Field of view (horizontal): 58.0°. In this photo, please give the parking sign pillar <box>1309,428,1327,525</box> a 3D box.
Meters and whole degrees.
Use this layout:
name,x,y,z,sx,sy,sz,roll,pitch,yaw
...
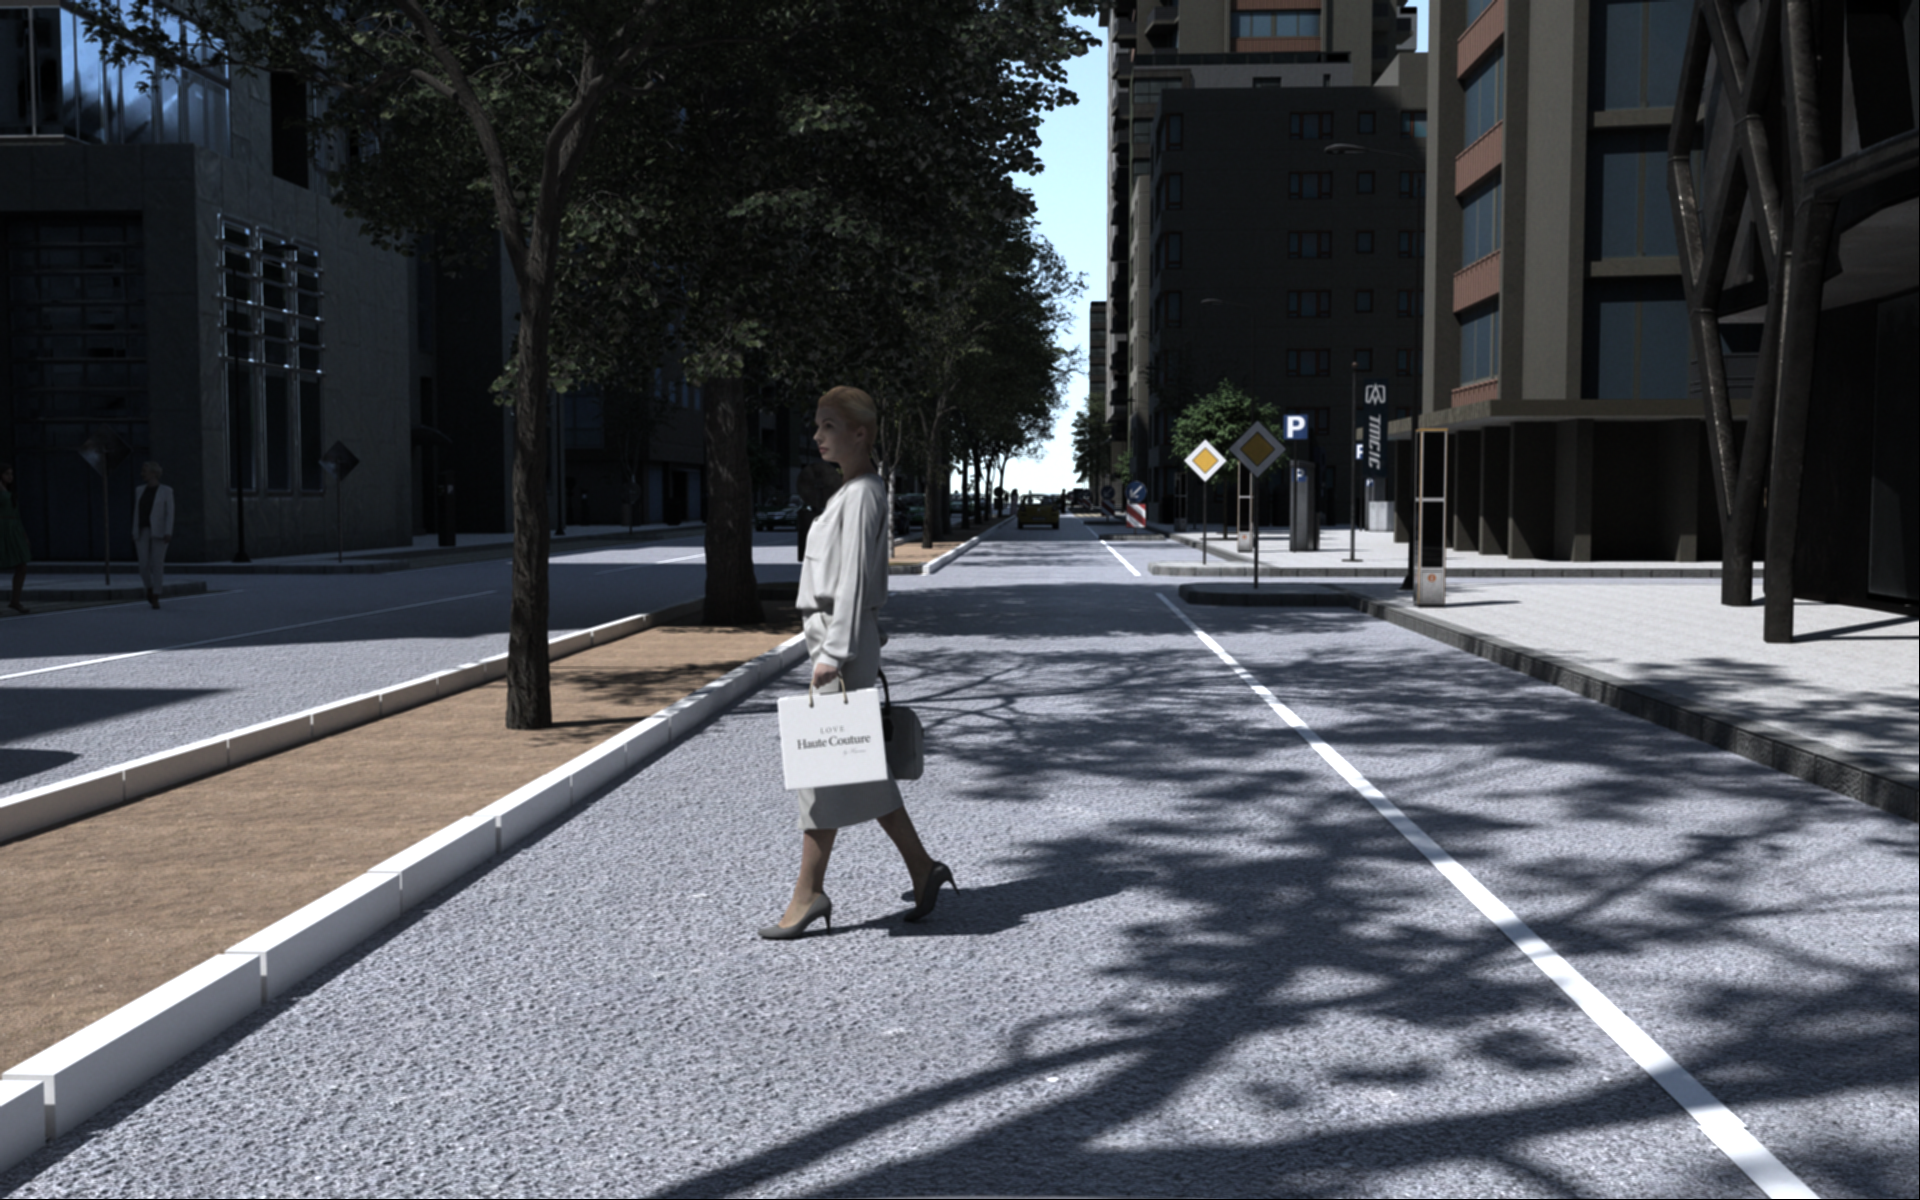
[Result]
name,x,y,z,sx,sy,sz,roll,pitch,yaw
parking sign pillar,14.720,-5.066,71.307,1.447,3.967,1.447,2,4,25

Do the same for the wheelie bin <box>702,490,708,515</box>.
name,x,y,z,sx,sy,sz,roll,pitch,yaw
wheelie bin,-11.191,-4.277,77.844,0.693,1.594,0.980,2,4,24

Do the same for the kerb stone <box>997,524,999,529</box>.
name,x,y,z,sx,sy,sz,roll,pitch,yaw
kerb stone,1.381,-2.822,68.331,0.120,0.150,1.000,0,4,3

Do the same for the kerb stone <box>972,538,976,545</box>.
name,x,y,z,sx,sy,sz,roll,pitch,yaw
kerb stone,0.295,-1.569,47.848,0.120,0.150,1.000,0,4,3

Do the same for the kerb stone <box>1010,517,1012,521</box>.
name,x,y,z,sx,sy,sz,roll,pitch,yaw
kerb stone,2.415,-4.011,87.781,0.120,0.150,1.000,0,4,3

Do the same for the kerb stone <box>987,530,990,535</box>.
name,x,y,z,sx,sy,sz,roll,pitch,yaw
kerb stone,0.836,-2.195,58.089,0.120,0.150,1.000,0,4,3

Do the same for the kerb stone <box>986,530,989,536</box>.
name,x,y,z,sx,sy,sz,roll,pitch,yaw
kerb stone,0.784,-2.125,57.064,0.120,0.150,1.000,0,4,3

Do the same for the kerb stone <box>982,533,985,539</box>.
name,x,y,z,sx,sy,sz,roll,pitch,yaw
kerb stone,0.617,-1.945,53.997,0.120,0.150,1.000,0,4,3

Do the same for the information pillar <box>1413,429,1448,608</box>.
name,x,y,z,sx,sy,sz,roll,pitch,yaw
information pillar,5.329,-0.926,19.626,0.304,2.012,0.304,0,4,4

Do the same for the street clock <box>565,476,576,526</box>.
name,x,y,z,sx,sy,sz,roll,pitch,yaw
street clock,-15.921,-4.044,70.690,0.471,2.002,0.358,2,4,24

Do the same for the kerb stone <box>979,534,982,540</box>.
name,x,y,z,sx,sy,sz,roll,pitch,yaw
kerb stone,0.510,-1.820,51.951,0.120,0.150,1.000,0,4,3

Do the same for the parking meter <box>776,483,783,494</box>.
name,x,y,z,sx,sy,sz,roll,pitch,yaw
parking meter,-9.807,-5.408,94.138,0.255,1.863,0.399,1,4,21

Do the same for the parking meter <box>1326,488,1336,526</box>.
name,x,y,z,sx,sy,sz,roll,pitch,yaw
parking meter,14.995,-3.766,69.977,0.372,1.533,0.369,0,3,0

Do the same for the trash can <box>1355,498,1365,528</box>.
name,x,y,z,sx,sy,sz,roll,pitch,yaw
trash can,15.416,-3.326,66.039,0.748,1.137,0.748,0,3,0

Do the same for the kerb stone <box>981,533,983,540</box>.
name,x,y,z,sx,sy,sz,roll,pitch,yaw
kerb stone,0.561,-1.877,52.977,0.120,0.150,1.000,0,4,3

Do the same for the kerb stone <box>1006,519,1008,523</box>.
name,x,y,z,sx,sy,sz,roll,pitch,yaw
kerb stone,2.027,-3.574,80.626,0.120,0.150,1.000,0,4,3

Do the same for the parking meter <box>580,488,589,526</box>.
name,x,y,z,sx,sy,sz,roll,pitch,yaw
parking meter,-15.174,-3.766,69.978,0.372,1.533,0.369,0,3,0

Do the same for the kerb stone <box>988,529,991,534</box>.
name,x,y,z,sx,sy,sz,roll,pitch,yaw
kerb stone,0.898,-2.257,59.116,0.120,0.150,1.000,0,4,3

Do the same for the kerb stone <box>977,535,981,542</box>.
name,x,y,z,sx,sy,sz,roll,pitch,yaw
kerb stone,0.450,-1.758,50.931,0.120,0.150,1.000,0,4,3

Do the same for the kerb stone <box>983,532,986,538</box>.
name,x,y,z,sx,sy,sz,roll,pitch,yaw
kerb stone,0.673,-2.008,55.023,0.120,0.150,1.000,0,4,3

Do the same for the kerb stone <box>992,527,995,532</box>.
name,x,y,z,sx,sy,sz,roll,pitch,yaw
kerb stone,1.105,-2.507,63.213,0.120,0.150,1.000,0,4,3

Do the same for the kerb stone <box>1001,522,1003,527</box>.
name,x,y,z,sx,sy,sz,roll,pitch,yaw
kerb stone,1.646,-3.134,73.452,0.120,0.150,1.000,0,4,3

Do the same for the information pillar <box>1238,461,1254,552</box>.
name,x,y,z,sx,sy,sz,roll,pitch,yaw
information pillar,6.297,-2.059,38.157,0.304,2.012,0.304,1,4,19

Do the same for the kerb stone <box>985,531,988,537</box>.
name,x,y,z,sx,sy,sz,roll,pitch,yaw
kerb stone,0.730,-2.069,56.043,0.120,0.150,1.000,0,4,3

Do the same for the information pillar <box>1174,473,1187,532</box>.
name,x,y,z,sx,sy,sz,roll,pitch,yaw
information pillar,7.538,-3.347,59.212,0.304,2.012,0.304,-2,4,-32

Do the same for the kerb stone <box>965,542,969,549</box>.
name,x,y,z,sx,sy,sz,roll,pitch,yaw
kerb stone,0.068,-1.318,43.749,0.120,0.150,1.000,0,4,3

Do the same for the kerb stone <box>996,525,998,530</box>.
name,x,y,z,sx,sy,sz,roll,pitch,yaw
kerb stone,1.269,-2.696,66.281,0.120,0.150,1.000,0,4,3

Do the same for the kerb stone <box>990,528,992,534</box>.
name,x,y,z,sx,sy,sz,roll,pitch,yaw
kerb stone,0.948,-2.317,60.150,0.120,0.150,1.000,0,4,3

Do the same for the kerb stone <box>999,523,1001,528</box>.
name,x,y,z,sx,sy,sz,roll,pitch,yaw
kerb stone,1.491,-2.946,70.376,0.120,0.150,1.000,0,4,3

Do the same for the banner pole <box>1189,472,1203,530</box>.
name,x,y,z,sx,sy,sz,roll,pitch,yaw
banner pole,8.490,-4.388,61.757,0.401,3.779,0.863,-1,4,-20

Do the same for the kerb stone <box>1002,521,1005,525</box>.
name,x,y,z,sx,sy,sz,roll,pitch,yaw
kerb stone,1.763,-3.260,75.503,0.120,0.150,1.000,0,4,3

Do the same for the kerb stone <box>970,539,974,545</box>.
name,x,y,z,sx,sy,sz,roll,pitch,yaw
kerb stone,0.231,-1.506,46.816,0.120,0.150,1.000,0,4,3

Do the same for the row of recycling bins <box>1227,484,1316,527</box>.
name,x,y,z,sx,sy,sz,roll,pitch,yaw
row of recycling bins,12.392,-3.778,68.876,3.534,1.692,1.069,0,4,-4

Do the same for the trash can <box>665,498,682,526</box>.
name,x,y,z,sx,sy,sz,roll,pitch,yaw
trash can,-11.664,-3.596,70.455,0.748,1.137,0.748,0,3,0

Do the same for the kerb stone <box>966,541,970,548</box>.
name,x,y,z,sx,sy,sz,roll,pitch,yaw
kerb stone,0.119,-1.381,44.770,0.120,0.150,1.000,0,4,3

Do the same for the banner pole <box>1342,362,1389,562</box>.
name,x,y,z,sx,sy,sz,roll,pitch,yaw
banner pole,7.712,-2.622,32.890,0.863,3.779,0.401,1,4,9

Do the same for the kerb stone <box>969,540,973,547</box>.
name,x,y,z,sx,sy,sz,roll,pitch,yaw
kerb stone,0.181,-1.443,45.794,0.120,0.150,1.000,0,4,3

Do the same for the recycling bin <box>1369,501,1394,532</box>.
name,x,y,z,sx,sy,sz,roll,pitch,yaw
recycling bin,14.441,-2.845,59.070,0.722,1.027,0.722,-3,5,-44

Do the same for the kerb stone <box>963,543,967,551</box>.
name,x,y,z,sx,sy,sz,roll,pitch,yaw
kerb stone,0.021,-1.256,42.728,0.120,0.150,1.000,0,4,3

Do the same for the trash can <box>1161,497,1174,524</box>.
name,x,y,z,sx,sy,sz,roll,pitch,yaw
trash can,8.943,-3.812,73.983,0.748,1.137,0.748,0,3,0

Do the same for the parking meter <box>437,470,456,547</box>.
name,x,y,z,sx,sy,sz,roll,pitch,yaw
parking meter,-12.551,-2.238,42.308,0.255,1.863,0.399,2,4,25

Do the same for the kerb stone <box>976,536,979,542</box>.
name,x,y,z,sx,sy,sz,roll,pitch,yaw
kerb stone,0.399,-1.695,49.910,0.120,0.150,1.000,0,4,3

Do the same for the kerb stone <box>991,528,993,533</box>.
name,x,y,z,sx,sy,sz,roll,pitch,yaw
kerb stone,0.996,-2.382,61.170,0.120,0.150,1.000,0,4,3

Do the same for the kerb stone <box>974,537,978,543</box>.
name,x,y,z,sx,sy,sz,roll,pitch,yaw
kerb stone,0.341,-1.632,48.878,0.120,0.150,1.000,0,4,3

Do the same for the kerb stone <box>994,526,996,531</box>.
name,x,y,z,sx,sy,sz,roll,pitch,yaw
kerb stone,1.156,-2.571,64.237,0.120,0.150,1.000,0,4,3
